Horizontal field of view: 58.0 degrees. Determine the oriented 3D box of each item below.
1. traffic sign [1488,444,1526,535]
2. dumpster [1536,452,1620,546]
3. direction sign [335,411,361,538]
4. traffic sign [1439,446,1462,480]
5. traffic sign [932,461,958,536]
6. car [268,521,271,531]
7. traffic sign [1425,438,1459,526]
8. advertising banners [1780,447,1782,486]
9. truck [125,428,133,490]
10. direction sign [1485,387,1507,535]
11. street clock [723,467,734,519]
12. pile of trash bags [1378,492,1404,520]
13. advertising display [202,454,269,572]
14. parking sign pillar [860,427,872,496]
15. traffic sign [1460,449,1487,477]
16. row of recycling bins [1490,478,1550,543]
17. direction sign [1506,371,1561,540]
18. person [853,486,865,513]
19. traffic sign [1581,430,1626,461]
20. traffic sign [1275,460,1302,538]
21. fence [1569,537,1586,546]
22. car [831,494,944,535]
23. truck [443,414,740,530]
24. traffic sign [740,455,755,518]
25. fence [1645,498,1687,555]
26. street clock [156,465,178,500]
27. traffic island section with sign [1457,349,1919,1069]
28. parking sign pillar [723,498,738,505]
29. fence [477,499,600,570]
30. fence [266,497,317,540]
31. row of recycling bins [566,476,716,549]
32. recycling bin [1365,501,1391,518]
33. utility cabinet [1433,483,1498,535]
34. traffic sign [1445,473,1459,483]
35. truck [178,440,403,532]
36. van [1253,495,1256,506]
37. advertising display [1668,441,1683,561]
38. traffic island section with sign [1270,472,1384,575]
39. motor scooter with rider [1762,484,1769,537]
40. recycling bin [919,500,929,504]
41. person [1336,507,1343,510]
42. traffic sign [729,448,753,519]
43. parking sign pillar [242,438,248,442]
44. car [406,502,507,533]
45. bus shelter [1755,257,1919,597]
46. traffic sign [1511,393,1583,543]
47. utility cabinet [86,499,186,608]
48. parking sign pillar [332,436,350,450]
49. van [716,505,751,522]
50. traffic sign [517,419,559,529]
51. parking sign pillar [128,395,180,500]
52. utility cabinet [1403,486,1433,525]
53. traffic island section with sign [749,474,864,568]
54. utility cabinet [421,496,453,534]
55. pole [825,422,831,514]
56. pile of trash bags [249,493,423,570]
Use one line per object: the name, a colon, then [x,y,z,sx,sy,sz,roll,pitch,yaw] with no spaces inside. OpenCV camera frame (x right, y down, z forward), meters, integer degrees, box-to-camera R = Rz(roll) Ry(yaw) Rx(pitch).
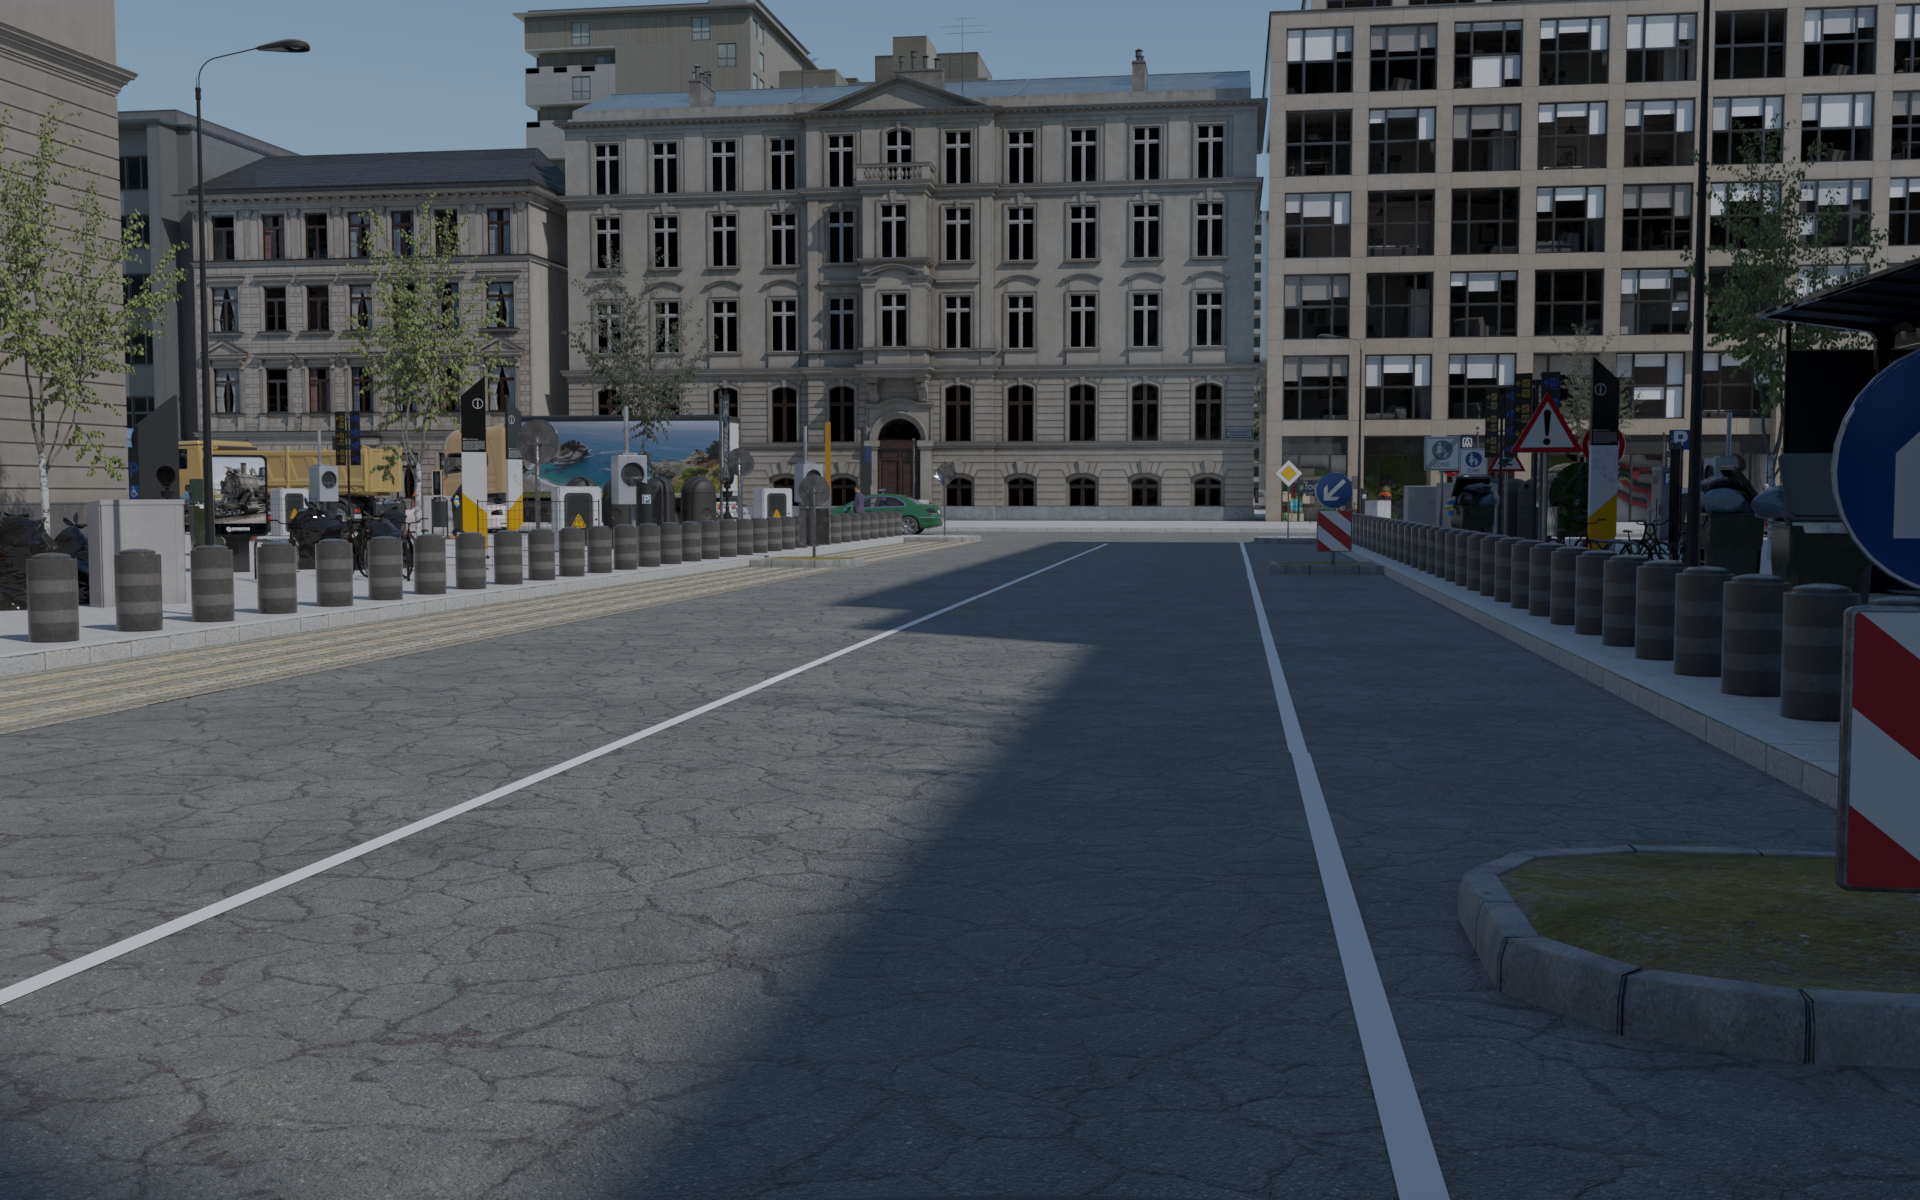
traffic sign: [13.049,-2.532,41.401,0.884,2.594,0.081,1,4,10]
dumpster: [13.713,-2.205,38.538,1.502,2.255,1.985,1,4,9]
direction sign: [-16.716,-3.386,47.356,0.876,3.537,0.379,2,4,25]
traffic sign: [12.348,-2.635,43.085,0.884,2.594,0.081,1,4,10]
traffic sign: [-0.460,-2.991,52.547,0.795,2.450,0.064,1,4,9]
car: [-25.242,-3.500,67.016,4.222,1.686,2.009,0,4,7]
traffic sign: [8.558,-1.753,30.798,0.606,2.300,0.079,1,4,12]
advertising banners: [30.909,-4.238,65.487,0.090,3.025,2.074,1,4,17]
truck: [-39.245,-4.708,66.727,18.799,4.110,2.967,1,4,10]
direction sign: [11.494,-2.741,36.814,0.379,3.537,0.876,-2,4,-31]
street clock: [-6.319,-2.597,47.033,0.358,2.002,0.471,-2,4,-30]
pile of trash bags: [19.785,-4.067,76.249,1.912,1.369,3.447,-3,4,-36]
advertising display: [-11.843,-1.415,28.341,0.974,1.923,0.123,-2,4,-31]
parking sign pillar: [-3.821,-5.000,70.219,1.447,3.967,1.447,0,4,-3]
traffic sign: [11.545,-2.254,38.986,0.606,2.300,0.079,1,4,15]
row of recycling bins: [14.614,-2.415,46.597,1.069,1.692,3.534,-1,4,-19]
direction sign: [10.740,-2.467,32.333,0.876,3.537,0.379,3,5,41]
person: [-3.439,-3.024,58.870,0.530,1.710,0.541,3,5,44]
traffic sign: [11.759,-1.933,31.716,0.768,2.556,0.104,1,4,12]
traffic sign: [9.661,-2.894,50.964,0.795,2.450,0.064,1,4,9]
fence: [14.709,-1.818,40.924,0.480,1.192,2.264,2,4,35]
car: [-3.046,-3.044,61.574,4.920,1.459,2.131,0,4,8]
truck: [-13.765,-4.528,62.952,11.283,4.237,2.839,1,4,9]
traffic sign: [-6.356,-3.078,50.425,0.768,2.556,0.104,1,4,13]
fence: [15.623,-1.611,37.539,2.264,1.192,0.480,-3,5,-40]
street clock: [-20.041,-2.400,43.805,0.471,2.002,0.358,-1,4,-11]
traffic island section with sign: [2.602,0.207,5.237,1.989,1.847,2.006,1,4,9]
parking sign pillar: [-10.763,-5.612,80.227,1.447,3.967,1.447,2,4,28]
fence: [-7.077,-1.093,29.077,2.264,1.192,0.480,0,4,6]
fence: [-18.018,-2.103,45.586,2.264,1.192,0.480,-2,4,-35]
row of recycling bins: [-7.488,-2.050,40.630,3.534,1.692,1.069,0,4,-6]
recycling bin: [16.260,-3.354,67.389,0.722,1.027,0.722,-2,4,-29]
utility cabinet: [9.882,-1.536,33.786,0.318,1.500,1.173,-3,5,-41]
traffic sign: [14.392,-3.083,50.507,0.768,2.556,0.104,1,4,17]
truck: [-25.309,-4.092,62.825,9.791,3.379,3.469,1,4,10]
van: [26.284,-9.330,159.558,2.013,2.044,4.112,1,4,9]
advertising display: [8.867,-0.994,21.474,0.123,1.923,0.974,2,4,24]
traffic island section with sign: [6.726,-1.422,31.876,1.989,1.847,2.006,1,4,9]
motor scooter with rider: [23.706,-2.608,51.606,1.986,1.779,0.876,0,4,7]
recycling bin: [-1.863,-3.910,76.483,0.722,1.027,0.722,2,4,35]
person: [13.794,-2.952,62.263,1.012,1.151,0.738,-1,4,-19]
traffic sign: [-6.085,-2.910,47.686,0.768,2.556,0.104,1,4,12]
parking sign pillar: [-34.884,-5.796,83.240,1.447,3.967,1.447,-2,4,-31]
car: [-17.841,-2.927,60.222,4.827,1.381,2.083,1,4,9]
bus shelter: [10.733,-1.726,19.510,1.731,3.624,6.357,1,4,9]
traffic sign: [7.534,-1.363,22.293,0.884,2.594,0.081,1,4,9]
utility cabinet: [-9.480,-0.538,19.955,0.306,1.237,1.020,2,4,35]
parking sign pillar: [-28.361,-5.574,79.606,1.447,3.967,1.447,1,4,23]
van: [-10.007,-3.587,65.658,4.112,2.044,2.013,0,4,8]
traffic sign: [-7.203,-1.800,29.530,0.768,2.556,0.104,1,4,10]
parking sign pillar: [-21.753,-3.564,46.741,1.447,3.967,1.447,2,4,25]
utility cabinet: [12.376,-2.277,45.908,1.173,1.500,0.318,-1,4,-9]
traffic island section with sign: [-2.967,-1.575,34.371,1.989,1.847,2.006,1,4,9]
utility cabinet: [-16.627,-2.696,55.247,1.020,1.237,0.306,-2,4,-31]
pole: [-3.754,-3.389,49.250,0.158,3.312,0.155,0,3,0]
pile of trash bags: [-11.188,-1.251,30.200,3.447,1.369,1.912,1,4,9]
